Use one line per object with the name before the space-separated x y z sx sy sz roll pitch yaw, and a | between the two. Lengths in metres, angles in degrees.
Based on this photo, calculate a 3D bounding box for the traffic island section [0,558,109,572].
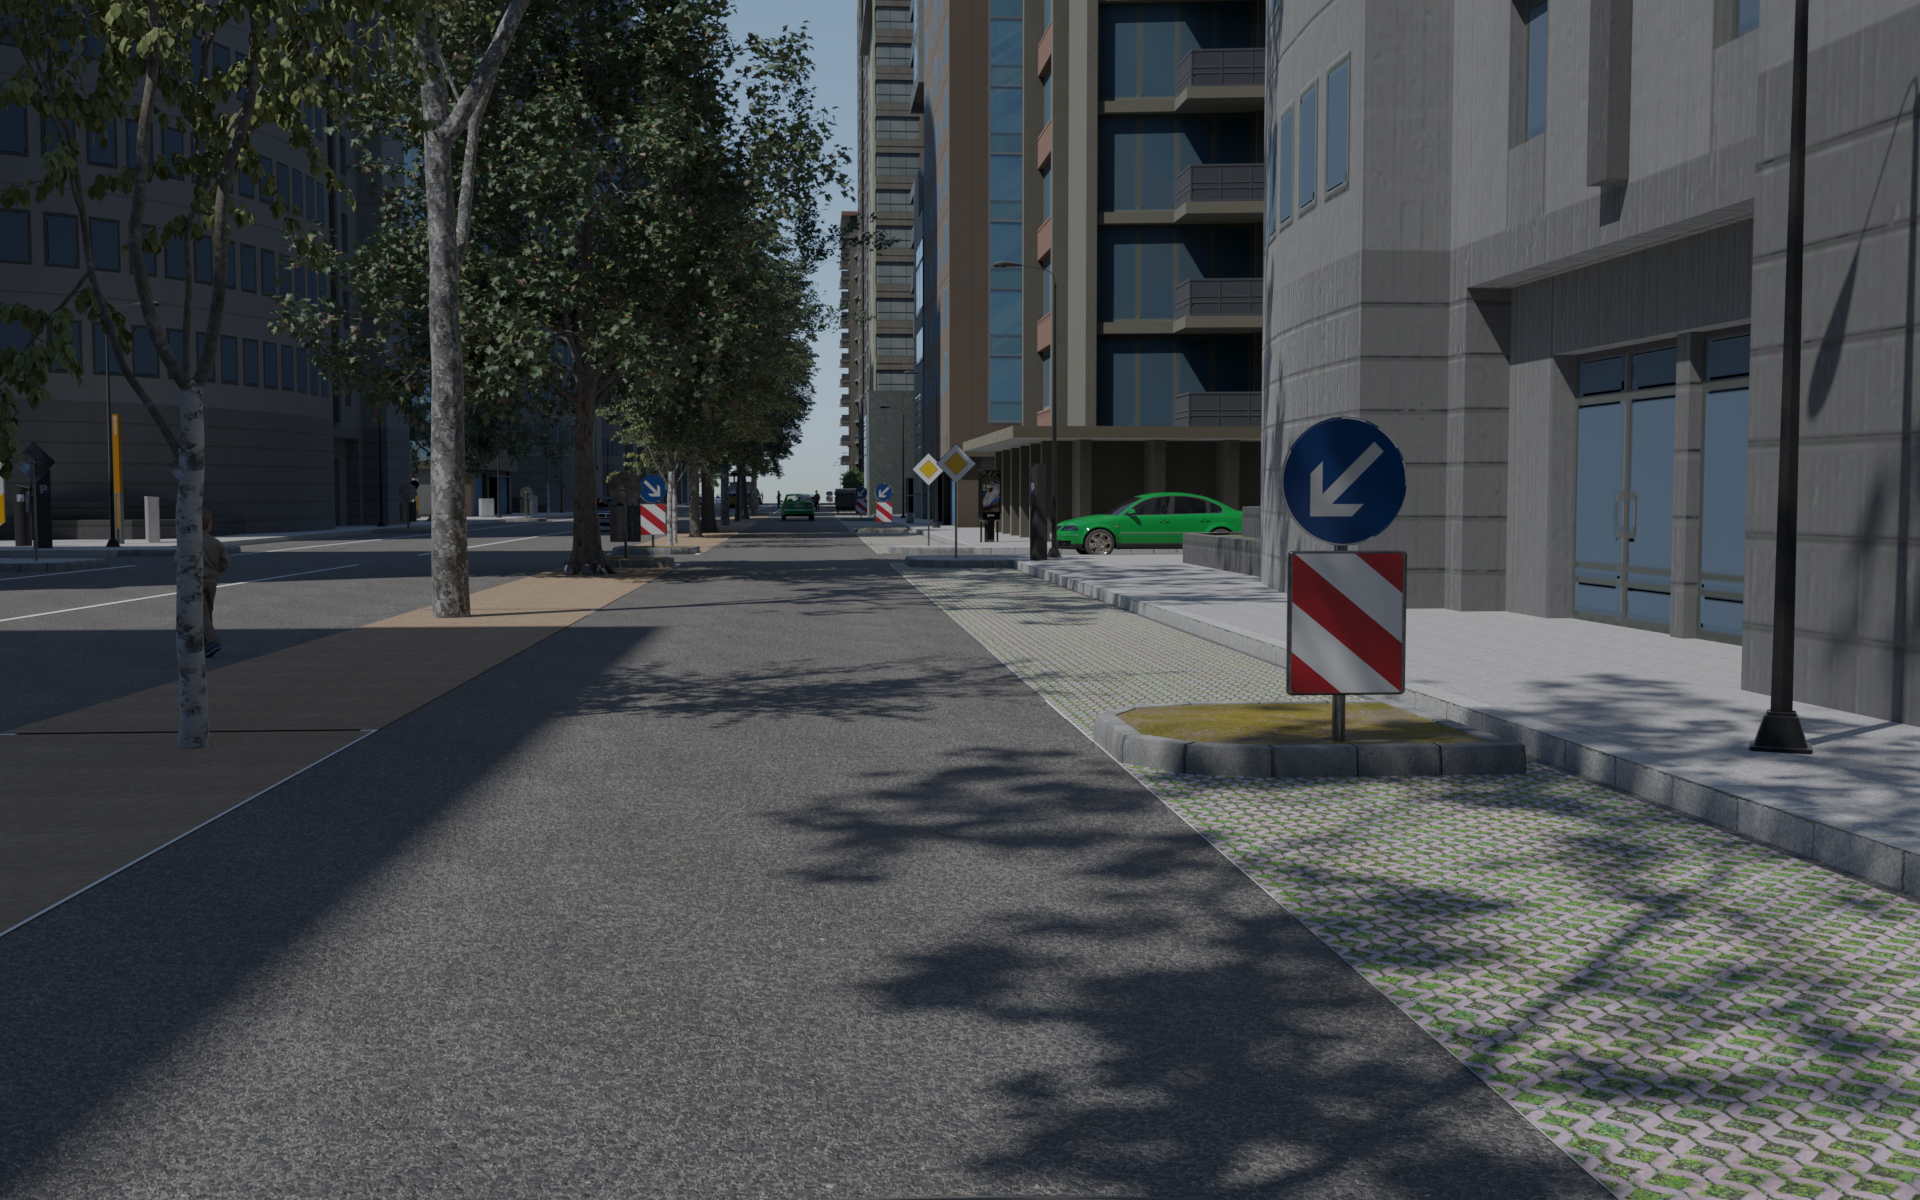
traffic island section | -17.734 -0.669 33.221 2.009 0.180 2.903 0 4 -5

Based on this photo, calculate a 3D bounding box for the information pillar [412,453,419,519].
information pillar | -28.475 -6.067 90.542 0.183 3.616 0.504 1 4 10

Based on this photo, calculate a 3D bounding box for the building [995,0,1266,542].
building | 14.790 -24.449 54.367 28.867 44.769 22.147 0 4 -5

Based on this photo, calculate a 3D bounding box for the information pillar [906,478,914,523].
information pillar | -2.227 -4.426 76.864 0.304 2.012 0.304 -1 4 -18

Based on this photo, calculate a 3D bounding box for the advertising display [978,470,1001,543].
advertising display | 0.785 -2.505 46.171 0.123 1.923 0.974 2 4 32

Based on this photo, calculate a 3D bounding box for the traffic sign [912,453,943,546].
traffic sign | -0.774 -2.384 42.625 0.795 2.450 0.064 0 4 -5

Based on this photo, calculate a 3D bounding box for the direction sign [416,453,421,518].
direction sign | -28.635 -6.074 91.314 0.379 3.537 0.876 -1 4 -13

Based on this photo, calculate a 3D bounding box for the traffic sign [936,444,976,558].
traffic sign | -0.082 -1.898 34.670 0.795 2.450 0.064 0 4 -5

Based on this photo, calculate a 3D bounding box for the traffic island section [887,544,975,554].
traffic island section | -0.751 -1.249 42.704 2.009 0.180 2.903 0 4 -5

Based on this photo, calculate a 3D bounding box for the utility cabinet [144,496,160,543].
utility cabinet | -21.451 -2.132 46.021 0.306 1.237 1.020 -2 4 -29

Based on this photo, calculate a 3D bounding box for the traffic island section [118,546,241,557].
traffic island section | -18.426 -1.156 41.177 2.009 0.180 2.903 0 4 -5

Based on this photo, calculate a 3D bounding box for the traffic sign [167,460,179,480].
traffic sign | -18.404 -2.292 41.117 0.795 2.450 0.064 0 4 -5

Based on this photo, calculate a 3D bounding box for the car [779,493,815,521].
car | -8.859 -5.236 94.401 1.959 1.807 4.718 0 4 -6

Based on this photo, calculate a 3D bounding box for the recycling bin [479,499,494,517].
recycling bin | -26.075 -5.066 95.383 0.722 1.027 0.722 -2 4 -24

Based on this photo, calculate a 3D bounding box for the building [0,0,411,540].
building | -32.918 -31.566 58.111 21.231 58.520 28.212 0 4 -5

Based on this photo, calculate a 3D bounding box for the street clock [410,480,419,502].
street clock | -28.043 -5.168 89.063 0.471 2.002 0.358 -1 4 -20

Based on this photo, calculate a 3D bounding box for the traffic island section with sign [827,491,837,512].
traffic island section with sign | -9.734 -8.167 142.155 1.989 1.847 2.006 0 4 -5

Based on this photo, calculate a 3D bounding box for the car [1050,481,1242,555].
car | 4.403 -1.872 39.406 4.718 1.807 1.959 0 4 -6

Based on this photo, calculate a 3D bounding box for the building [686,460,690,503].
building | -47.093 -35.331 261.250 14.154 41.232 14.086 0 4 -5

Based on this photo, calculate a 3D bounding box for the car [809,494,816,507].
car | -16.694 -10.922 190.583 2.014 1.417 4.499 0 4 -5

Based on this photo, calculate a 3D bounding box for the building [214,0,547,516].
building | -39.036 -35.833 127.874 21.231 58.520 28.212 0 4 -5

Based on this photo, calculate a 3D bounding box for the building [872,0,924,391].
building | 0.487 -27.243 129.024 14.154 41.232 14.086 0 4 -5

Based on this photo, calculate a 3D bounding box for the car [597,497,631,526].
car | -13.575 -3.341 67.203 1.945 1.354 3.894 0 4 -7

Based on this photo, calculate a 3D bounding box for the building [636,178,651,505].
building | -39.717 -30.226 177.797 14.154 41.232 14.086 0 4 -5

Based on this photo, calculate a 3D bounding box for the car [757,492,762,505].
car | -27.949 -13.858 235.245 2.281 1.827 5.304 0 4 -5

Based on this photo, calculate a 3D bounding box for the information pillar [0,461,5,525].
information pillar | -25.169 -3.286 45.073 0.504 3.616 0.183 -1 4 -9

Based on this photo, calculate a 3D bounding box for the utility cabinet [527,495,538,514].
utility cabinet | -27.152 -6.036 109.854 0.306 1.237 1.020 1 4 14

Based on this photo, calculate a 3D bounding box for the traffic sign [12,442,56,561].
traffic sign | -17.711 -1.805 33.162 0.795 2.450 0.064 0 4 -5

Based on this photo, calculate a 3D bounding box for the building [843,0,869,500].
building | -5.714 -48.862 237.139 20.563 71.187 20.611 0 4 -5

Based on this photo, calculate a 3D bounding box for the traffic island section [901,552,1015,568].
traffic island section | -0.059 -0.763 34.749 2.009 0.180 2.903 0 4 -5

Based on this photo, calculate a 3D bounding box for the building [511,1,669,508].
building | -47.371 -40.925 211.118 21.231 58.520 28.212 0 4 -5

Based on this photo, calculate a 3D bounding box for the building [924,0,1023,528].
building | 5.861 -25.794 71.849 14.600 45.320 14.200 0 4 -5

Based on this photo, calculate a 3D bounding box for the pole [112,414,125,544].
pole | -21.609 -3.096 44.460 0.158 3.312 0.155 0 3 0

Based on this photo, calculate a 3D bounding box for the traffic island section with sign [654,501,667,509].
traffic island section with sign | -29.439 -9.720 167.556 1.989 1.847 2.006 0 4 -5

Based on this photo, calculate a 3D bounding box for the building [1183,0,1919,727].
building | 14.700 -29.260 20.409 21.231 58.520 28.212 0 4 -5

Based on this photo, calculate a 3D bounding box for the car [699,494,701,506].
car | -27.842 -10.755 187.642 2.131 1.459 4.920 0 4 -3

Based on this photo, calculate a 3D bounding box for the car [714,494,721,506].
car | -28.514 -11.960 207.544 2.014 1.417 4.499 0 4 -7

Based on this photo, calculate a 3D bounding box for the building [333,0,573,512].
building | -41.341 -37.550 155.940 21.231 58.520 28.212 0 4 -5

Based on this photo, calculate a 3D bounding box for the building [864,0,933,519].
building | 5.897 -48.231 101.253 22.319 86.520 31.000 0 4 -5

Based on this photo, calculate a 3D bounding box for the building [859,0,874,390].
building | 4.370 -36.154 180.352 28.713 52.752 27.495 0 4 -5

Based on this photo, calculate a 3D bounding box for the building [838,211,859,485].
building | -7.167 -37.185 262.606 22.147 44.769 28.867 0 4 -5

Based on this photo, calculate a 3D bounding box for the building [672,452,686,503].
building | -45.074 -33.605 233.034 14.154 41.232 14.086 0 4 -5

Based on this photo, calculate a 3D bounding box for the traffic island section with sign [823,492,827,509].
traffic island section with sign | -12.072 -9.809 169.009 1.989 1.847 2.006 0 4 -5

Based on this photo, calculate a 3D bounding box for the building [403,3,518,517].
building | -34.443 -27.613 101.590 14.600 45.320 14.200 0 4 -5

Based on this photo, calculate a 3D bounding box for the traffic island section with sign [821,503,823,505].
traffic island section with sign | -16.883 -13.187 224.238 1.989 1.847 2.006 0 4 -5
